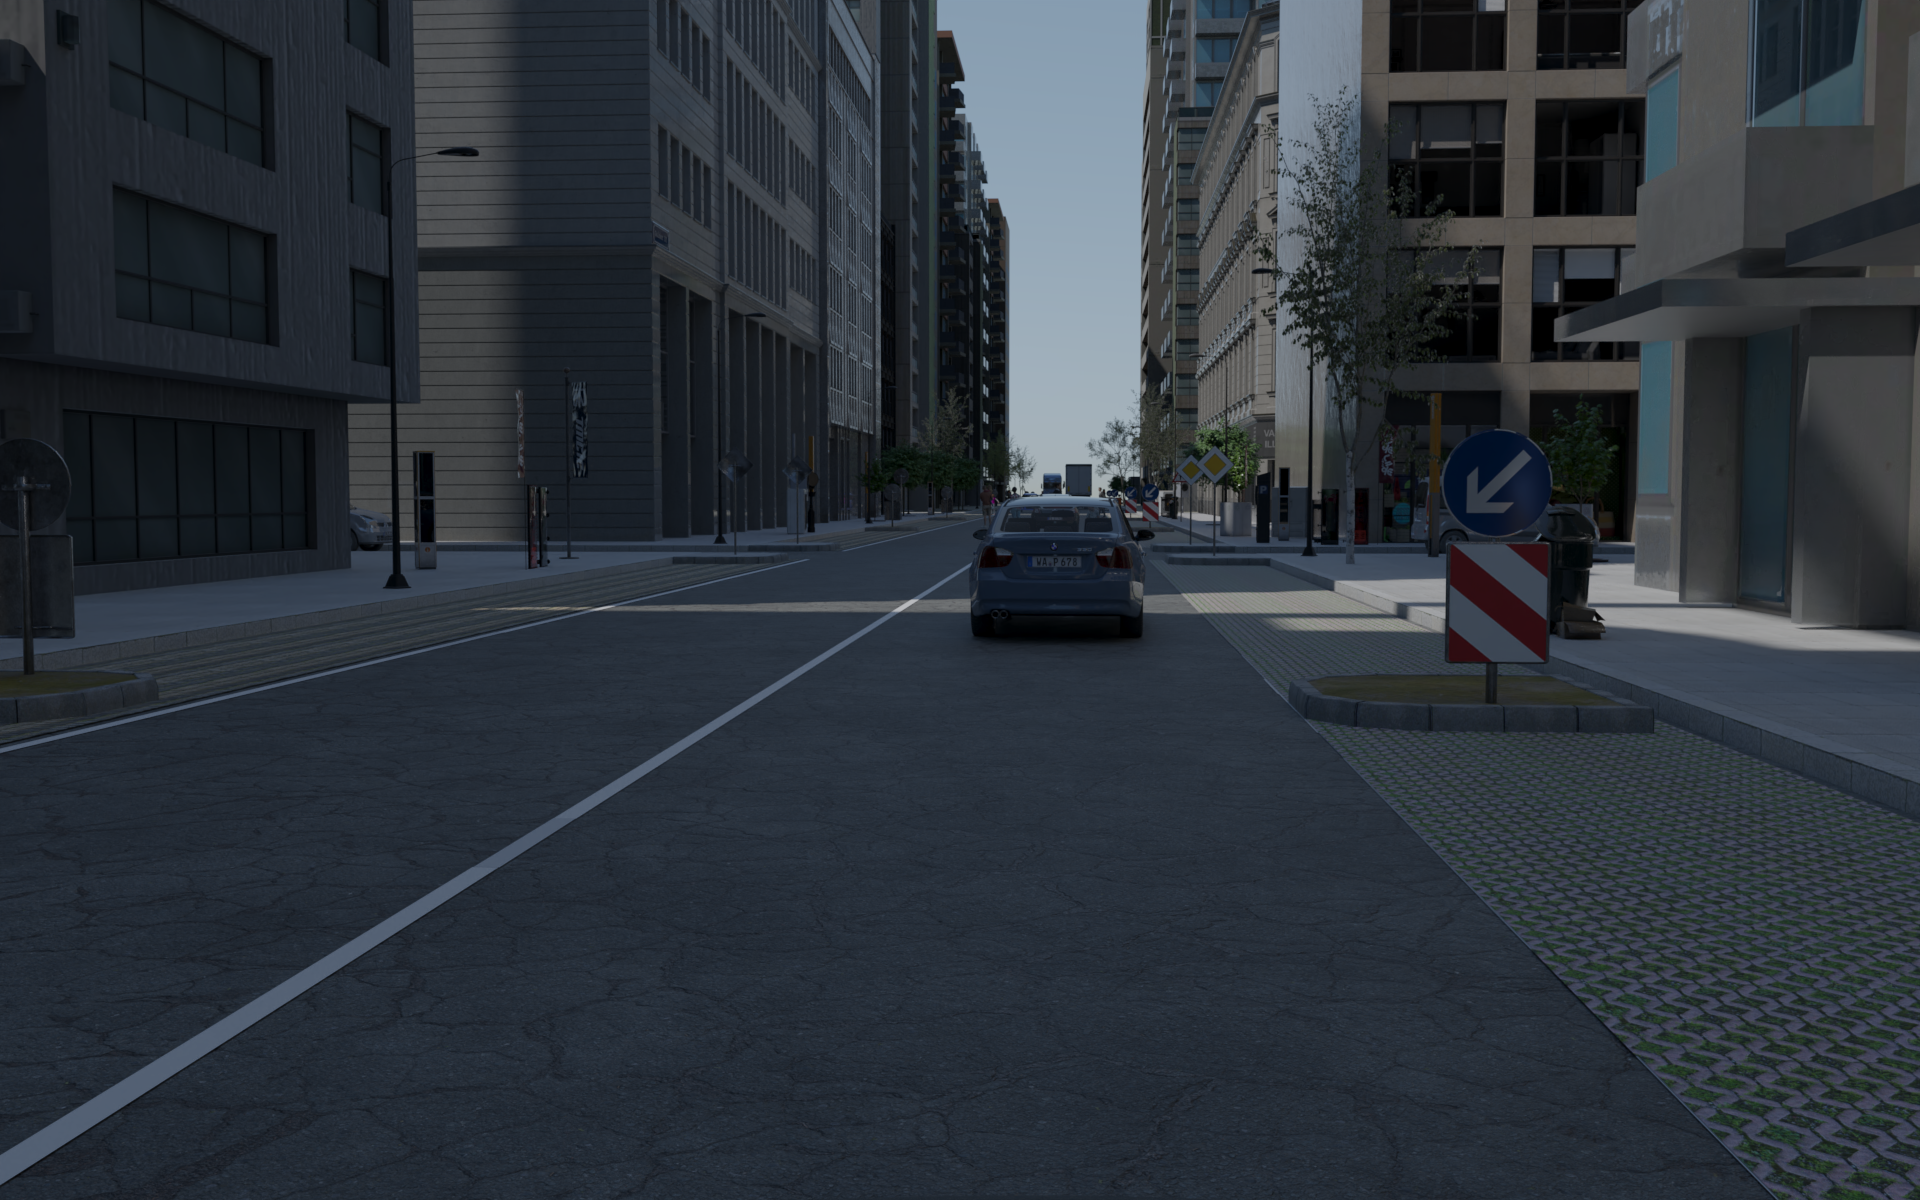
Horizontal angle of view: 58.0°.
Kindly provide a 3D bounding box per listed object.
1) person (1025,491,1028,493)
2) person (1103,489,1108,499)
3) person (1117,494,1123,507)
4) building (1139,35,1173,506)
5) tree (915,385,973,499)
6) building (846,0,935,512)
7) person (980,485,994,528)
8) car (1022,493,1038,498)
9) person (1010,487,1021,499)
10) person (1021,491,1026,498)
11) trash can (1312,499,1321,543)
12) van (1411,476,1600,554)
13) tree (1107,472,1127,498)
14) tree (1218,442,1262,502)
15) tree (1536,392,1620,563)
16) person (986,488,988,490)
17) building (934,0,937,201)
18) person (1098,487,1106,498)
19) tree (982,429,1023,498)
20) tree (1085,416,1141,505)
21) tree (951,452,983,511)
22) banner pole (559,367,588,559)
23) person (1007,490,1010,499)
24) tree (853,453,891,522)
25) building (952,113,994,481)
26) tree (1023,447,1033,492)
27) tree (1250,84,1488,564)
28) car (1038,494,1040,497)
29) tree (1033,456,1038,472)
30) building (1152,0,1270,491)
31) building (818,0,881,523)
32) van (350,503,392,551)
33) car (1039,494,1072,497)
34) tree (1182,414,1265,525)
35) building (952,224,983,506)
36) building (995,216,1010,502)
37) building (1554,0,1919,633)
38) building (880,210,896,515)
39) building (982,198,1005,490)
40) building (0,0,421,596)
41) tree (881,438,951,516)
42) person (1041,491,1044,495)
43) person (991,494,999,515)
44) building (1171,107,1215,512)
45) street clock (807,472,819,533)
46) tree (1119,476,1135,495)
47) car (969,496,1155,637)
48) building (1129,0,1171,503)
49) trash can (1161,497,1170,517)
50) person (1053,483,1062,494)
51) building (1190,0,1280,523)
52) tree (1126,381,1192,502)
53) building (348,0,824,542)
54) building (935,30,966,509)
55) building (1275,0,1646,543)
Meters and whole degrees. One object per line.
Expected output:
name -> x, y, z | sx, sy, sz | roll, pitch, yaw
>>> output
person -> 6.470, -9.880, 170.828 | 0.721, 1.735, 1.217 | -1, 4, -20
person -> 10.650, -7.303, 127.933 | 0.705, 1.821, 1.348 | -1, 4, -16
person -> 11.724, -7.072, 127.381 | 0.557, 1.426, 1.065 | 3, 5, 43
building -> 29.955, -34.029, 180.078 | 21.300, 48.544, 21.600 | 0, 4, 4
tree -> -1.044, -10.234, 117.680 | 4.360, 8.622, 3.978 | 0, 3, 0
building -> -9.406, -27.109, 126.819 | 14.154, 41.232, 14.086 | 0, 4, 4
person -> 1.176, -3.987, 73.661 | 0.573, 1.828, 0.580 | 3, 5, 39
car -> 5.542, -7.767, 136.581 | 1.945, 1.707, 3.694 | 0, 4, 2
person -> 2.176, -3.542, 67.254 | 0.563, 1.720, 0.643 | -2, 4, -35
person -> 6.553, -10.018, 173.026 | 1.217, 1.736, 0.721 | 1, 4, 12
trash can -> 9.618, -2.095, 45.904 | 0.748, 1.137, 0.748 | 0, 3, 0
van -> 12.556, -2.009, 39.863 | 4.112, 2.044, 2.013 | 0, 4, 2
tree -> 23.848, -16.925, 260.439 | 4.285, 4.588, 4.351 | 0, 3, 0
tree -> 10.292, -4.297, 64.855 | 1.663, 3.219, 1.824 | 0, 3, 0
tree -> 11.845, -2.346, 32.957 | 1.663, 3.219, 1.824 | 0, 3, 0
person -> 1.877, -6.583, 116.155 | 0.581, 1.822, 0.654 | 1, 4, 14
building -> -9.323, -30.037, 141.208 | 14.600, 45.320, 14.200 | 0, 4, 4
person -> 8.542, -5.934, 105.294 | 0.755, 1.850, 0.659 | -1, 4, -11
tree -> 3.973, -14.930, 194.465 | 4.737, 8.622, 4.395 | 0, 3, 0
tree -> 19.276, -16.582, 205.527 | 8.767, 10.594, 7.601 | -3, 5, -40
tree -> -1.650, -7.909, 113.018 | 4.285, 4.588, 4.351 | 0, 3, 0
banner pole -> -7.573, -2.695, 34.080 | 0.863, 3.779, 0.401 | 3, 5, 40
person -> 3.661, -7.162, 126.308 | 0.721, 1.735, 1.217 | 0, 4, -7
tree -> -3.905, -5.292, 81.125 | 1.663, 3.219, 1.824 | 0, 3, 0
building -> -7.963, -36.747, 220.426 | 23.786, 49.044, 30.456 | 0, 4, 4
tree -> 5.813, -16.016, 212.224 | 4.737, 8.622, 4.395 | 0, 3, 0
tree -> 7.196, -4.958, 31.429 | 4.360, 8.622, 3.978 | 0, 3, 0
car -> 6.941, -9.034, 159.708 | 2.014, 1.417, 4.499 | 0, 4, 3
tree -> 9.204, -18.730, 256.589 | 4.737, 8.622, 4.395 | 0, 3, 0
building -> 29.426, -32.655, 153.520 | 23.786, 49.044, 30.456 | 0, 4, 4
building -> -11.082, -16.381, 85.845 | 12.078, 24.808, 19.932 | 0, 4, 4
van -> -15.926, -2.155, 42.246 | 4.112, 2.044, 2.013 | 0, 4, 5
car -> 3.527, -3.300, 63.738 | 2.009, 1.686, 4.222 | 0, 4, 4
tree -> 10.843, -5.369, 71.504 | 4.285, 4.588, 4.351 | 0, 3, 0
building -> -4.969, -25.242, 184.401 | 14.160, 30.474, 14.107 | 0, 4, 4
building -> 0.546, -37.985, 271.163 | 14.600, 45.320, 14.200 | 0, 4, 4
building -> 18.080, -23.845, 9.479 | 23.786, 49.044, 30.456 | 0, 4, 4
building -> -10.841, -16.798, 104.327 | 12.332, 23.373, 15.834 | 0, 4, 4
building -> -4.985, -36.416, 250.026 | 22.147, 44.769, 28.867 | 0, 4, 4
building -> -16.709, -15.572, 26.298 | 14.107, 30.474, 14.160 | 0, 4, 4
tree -> -3.194, -7.137, 100.407 | 4.285, 4.588, 4.351 | 0, 3, 0
person -> 8.496, -10.308, 177.590 | 0.434, 1.755, 0.990 | 2, 4, 29
person -> 2.289, -6.682, 120.970 | 0.991, 1.433, 0.599 | 1, 4, 22
building -> 23.199, -22.051, 132.234 | 14.160, 30.474, 14.107 | 0, 4, 4
street clock -> -4.958, -3.247, 57.652 | 0.471, 2.002, 0.358 | -3, 5, -40
tree -> 18.152, -11.700, 185.888 | 1.663, 3.219, 1.824 | 0, 3, 0
car -> 1.098, -0.407, 18.663 | 2.014, 1.417, 4.499 | 0, 4, 5
building -> 34.101, -49.091, 240.889 | 20.563, 71.187, 20.611 | 0, 4, 4
trash can -> 11.555, -5.217, 96.957 | 0.748, 1.137, 0.748 | 0, 3, 0
person -> 4.174, -3.950, 72.449 | 0.474, 1.900, 0.648 | -3, 4, -37
building -> 22.534, -19.512, 95.432 | 17.030, 29.872, 44.131 | 0, 4, 4
tree -> 12.799, -9.893, 112.113 | 4.360, 8.622, 3.978 | 0, 3, 0
building -> -12.560, -17.334, 60.908 | 11.434, 29.767, 29.804 | 0, 4, 4
building -> -11.009, -31.087, 162.893 | 22.147, 44.769, 28.867 | 0, 4, 4
building -> 27.943, -15.183, 52.752 | 34.151, 26.468, 19.350 | 0, 4, 4
